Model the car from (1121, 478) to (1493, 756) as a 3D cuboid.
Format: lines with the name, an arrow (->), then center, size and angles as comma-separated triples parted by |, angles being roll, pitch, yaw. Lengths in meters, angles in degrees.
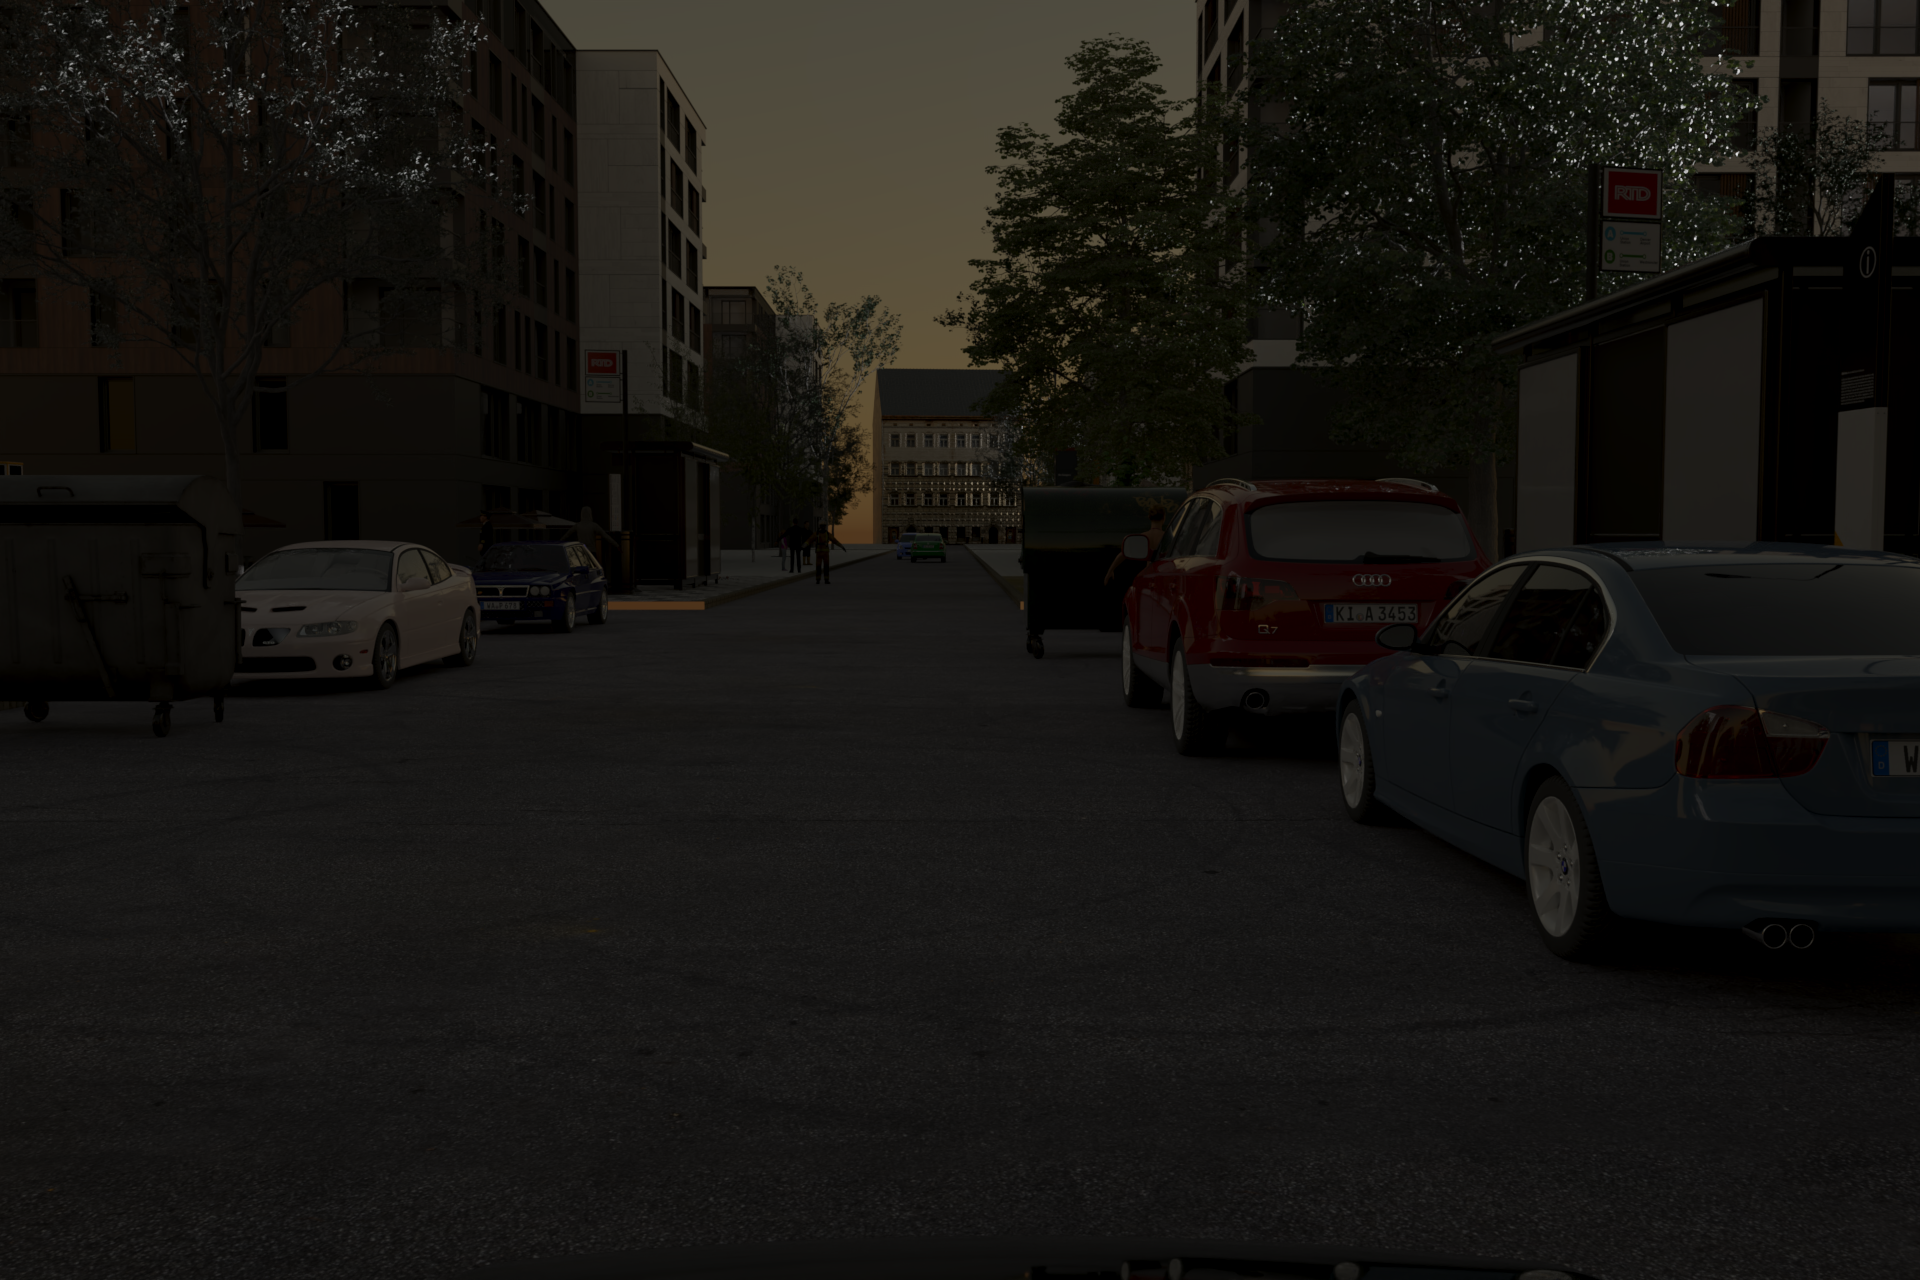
car -> 2.394, -0.248, 12.736 | 2.281, 1.827, 5.304 | 0, 4, -1

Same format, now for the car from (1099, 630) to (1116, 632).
car -> 2.884, -0.865, 26.730 | 1.945, 1.354, 3.894 | 0, 4, 0

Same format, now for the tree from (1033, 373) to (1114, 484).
tree -> 5.518, -7.856, 78.806 | 4.360, 8.622, 3.978 | 0, 3, 0

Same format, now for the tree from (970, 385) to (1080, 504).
tree -> 5.704, -13.781, 135.683 | 12.009, 13.543, 11.850 | 0, 3, 0

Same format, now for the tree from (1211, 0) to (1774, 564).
tree -> 9.137, -7.521, 29.622 | 9.857, 13.997, 8.962 | 0, 3, 0

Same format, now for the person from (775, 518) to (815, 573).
person -> -5.452, -3.124, 57.301 | 1.346, 1.802, 0.704 | -1, 4, -14

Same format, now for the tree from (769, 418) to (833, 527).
tree -> -10.100, -9.601, 107.338 | 4.737, 8.622, 4.395 | 0, 3, 0

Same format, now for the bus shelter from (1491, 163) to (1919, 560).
bus shelter -> 6.628, -2.380, 16.541 | 2.179, 5.291, 8.768 | 0, 4, 0

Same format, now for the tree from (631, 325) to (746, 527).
tree -> -9.407, -6.770, 61.057 | 4.360, 8.622, 3.978 | 0, 3, 0

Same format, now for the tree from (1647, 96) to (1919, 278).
tree -> 18.781, -6.234, 36.344 | 8.767, 10.594, 7.601 | 0, 4, 4

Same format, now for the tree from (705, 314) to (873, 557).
tree -> -10.009, -11.382, 96.458 | 12.009, 13.543, 11.850 | 0, 3, 0

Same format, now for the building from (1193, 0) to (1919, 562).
building -> 22.958, -13.761, 68.973 | 27.936, 21.610, 32.646 | 0, 4, 0

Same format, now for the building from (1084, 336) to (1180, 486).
building -> 21.129, -18.168, 163.504 | 16.747, 18.905, 31.486 | 0, 4, 0

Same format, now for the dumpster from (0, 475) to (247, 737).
dumpster -> -6.345, -0.271, 12.646 | 1.865, 1.857, 1.264 | 0, 4, 0

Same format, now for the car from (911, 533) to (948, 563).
car -> -1.600, -4.851, 88.117 | 1.959, 1.807, 4.718 | 0, 4, -1

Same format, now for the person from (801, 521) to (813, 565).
person -> -6.292, -3.987, 71.322 | 0.704, 1.812, 1.346 | 3, 5, 43

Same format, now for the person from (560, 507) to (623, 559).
person -> -7.227, -1.680, 33.595 | 1.348, 1.813, 0.705 | 0, 4, 3

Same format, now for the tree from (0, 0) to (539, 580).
tree -> -12.338, -7.264, 29.143 | 12.009, 13.543, 11.850 | 0, 3, 0

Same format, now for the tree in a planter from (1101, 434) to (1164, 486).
tree in a planter -> 3.013, -2.064, 30.973 | 1.991, 3.239, 1.994 | 0, 4, -1

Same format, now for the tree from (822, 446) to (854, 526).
tree -> -18.392, -19.523, 225.862 | 9.857, 13.997, 8.962 | 0, 3, 0

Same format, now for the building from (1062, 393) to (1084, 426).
building -> 21.553, -22.853, 204.570 | 19.493, 23.208, 18.063 | 0, 4, 0

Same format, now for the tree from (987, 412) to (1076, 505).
tree -> 5.516, -11.457, 121.734 | 7.601, 10.594, 8.767 | -1, 4, -18

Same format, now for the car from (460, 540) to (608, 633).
car -> -6.493, -0.838, 26.274 | 1.945, 1.354, 3.894 | 0, 4, -1

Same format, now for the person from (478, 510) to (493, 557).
person -> -11.013, -2.093, 40.161 | 0.705, 1.837, 1.347 | -1, 4, -12

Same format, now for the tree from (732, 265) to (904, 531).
tree -> -11.172, -16.416, 124.289 | 12.611, 20.169, 13.585 | 0, 3, 0

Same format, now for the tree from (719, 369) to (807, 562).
tree -> -9.184, -7.843, 78.602 | 4.737, 8.622, 4.395 | 0, 3, 0

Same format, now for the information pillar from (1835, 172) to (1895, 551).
information pillar -> 6.008, -1.234, 11.532 | 0.183, 3.616, 0.504 | 0, 3, 0

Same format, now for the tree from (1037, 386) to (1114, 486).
tree -> 6.111, -8.173, 83.996 | 4.360, 8.622, 3.978 | 0, 3, 0

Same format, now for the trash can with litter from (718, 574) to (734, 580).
trash can with litter -> -7.092, -2.357, 49.602 | 1.678, 1.210, 2.233 | 0, 4, -1

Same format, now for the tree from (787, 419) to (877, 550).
tree -> -10.377, -12.516, 139.044 | 8.767, 10.594, 7.601 | 1, 4, 12

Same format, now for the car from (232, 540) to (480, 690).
car -> -6.209, -0.309, 17.421 | 2.083, 1.381, 4.827 | 0, 4, -1

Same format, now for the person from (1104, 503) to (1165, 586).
person -> 1.987, -0.485, 17.196 | 1.217, 1.733, 0.721 | 2, 4, 28

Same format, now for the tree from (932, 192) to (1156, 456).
tree -> 4.174, -14.811, 98.051 | 12.611, 20.169, 13.585 | 0, 3, 0

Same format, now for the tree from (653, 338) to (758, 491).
tree -> -9.507, -7.017, 65.093 | 4.360, 8.622, 3.978 | 0, 3, 0

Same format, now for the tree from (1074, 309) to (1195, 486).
tree -> 5.435, -6.425, 55.410 | 4.737, 8.622, 4.395 | 0, 3, 0

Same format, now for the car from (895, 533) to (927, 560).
car -> -2.705, -5.411, 98.059 | 1.945, 1.707, 3.694 | 0, 4, -1

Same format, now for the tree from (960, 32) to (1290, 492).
tree -> 3.790, -7.480, 40.421 | 7.486, 12.596, 7.792 | 0, 3, 0

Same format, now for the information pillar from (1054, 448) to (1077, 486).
information pillar -> 3.178, -3.843, 52.213 | 0.750, 3.857, 0.750 | 0, 4, -2

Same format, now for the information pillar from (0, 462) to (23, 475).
information pillar -> -9.782, -0.809, 17.720 | 0.304, 2.012, 0.304 | 0, 4, -1

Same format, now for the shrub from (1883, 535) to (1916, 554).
shrub -> 27.819, -2.901, 51.844 | 1.690, 2.028, 1.600 | 0, 3, 0

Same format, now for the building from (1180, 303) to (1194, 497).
building -> 24.618, -17.136, 111.100 | 19.493, 23.208, 18.063 | 0, 3, 0

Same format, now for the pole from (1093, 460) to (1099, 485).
pole -> 3.683, -3.241, 46.839 | 0.158, 3.312, 0.155 | 0, 3, 0

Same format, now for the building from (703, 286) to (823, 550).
building -> -27.584, -19.273, 159.094 | 27.936, 21.610, 32.646 | 0, 4, -1

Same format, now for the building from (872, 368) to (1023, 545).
building -> -1.968, -24.196, 228.986 | 18.063, 23.208, 19.493 | 0, 4, -6

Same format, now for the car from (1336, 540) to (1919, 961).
car -> 2.837, 0.299, 7.121 | 2.014, 1.417, 4.499 | 0, 4, -1

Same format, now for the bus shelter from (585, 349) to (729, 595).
bus shelter -> -7.063, -3.842, 40.441 | 2.179, 5.291, 8.768 | 0, 3, 0

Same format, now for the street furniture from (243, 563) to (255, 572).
street furniture -> -20.150, -2.139, 50.592 | 10.072, 0.657, 5.734 | -1, 4, -15

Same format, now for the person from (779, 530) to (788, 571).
person -> -6.091, -3.134, 60.508 | 0.599, 1.433, 0.991 | 0, 4, -2

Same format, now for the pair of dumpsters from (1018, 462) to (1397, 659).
pair of dumpsters -> 2.895, -0.942, 20.348 | 4.436, 2.255, 1.574 | 0, 3, 0

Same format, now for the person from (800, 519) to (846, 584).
person -> -3.946, -2.540, 49.747 | 1.354, 1.858, 0.705 | -1, 4, -14

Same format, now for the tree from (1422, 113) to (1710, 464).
tree -> 16.002, -7.790, 45.492 | 7.486, 12.596, 7.792 | 0, 3, 0

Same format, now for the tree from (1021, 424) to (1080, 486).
tree -> 5.697, -9.965, 113.295 | 4.360, 8.622, 3.978 | 0, 3, 0

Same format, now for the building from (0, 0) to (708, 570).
building -> -26.664, -13.904, 71.301 | 27.936, 21.610, 32.646 | 0, 3, 0

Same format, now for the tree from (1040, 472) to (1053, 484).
tree -> 14.722, -19.628, 227.576 | 9.857, 13.997, 8.962 | 0, 3, 0
